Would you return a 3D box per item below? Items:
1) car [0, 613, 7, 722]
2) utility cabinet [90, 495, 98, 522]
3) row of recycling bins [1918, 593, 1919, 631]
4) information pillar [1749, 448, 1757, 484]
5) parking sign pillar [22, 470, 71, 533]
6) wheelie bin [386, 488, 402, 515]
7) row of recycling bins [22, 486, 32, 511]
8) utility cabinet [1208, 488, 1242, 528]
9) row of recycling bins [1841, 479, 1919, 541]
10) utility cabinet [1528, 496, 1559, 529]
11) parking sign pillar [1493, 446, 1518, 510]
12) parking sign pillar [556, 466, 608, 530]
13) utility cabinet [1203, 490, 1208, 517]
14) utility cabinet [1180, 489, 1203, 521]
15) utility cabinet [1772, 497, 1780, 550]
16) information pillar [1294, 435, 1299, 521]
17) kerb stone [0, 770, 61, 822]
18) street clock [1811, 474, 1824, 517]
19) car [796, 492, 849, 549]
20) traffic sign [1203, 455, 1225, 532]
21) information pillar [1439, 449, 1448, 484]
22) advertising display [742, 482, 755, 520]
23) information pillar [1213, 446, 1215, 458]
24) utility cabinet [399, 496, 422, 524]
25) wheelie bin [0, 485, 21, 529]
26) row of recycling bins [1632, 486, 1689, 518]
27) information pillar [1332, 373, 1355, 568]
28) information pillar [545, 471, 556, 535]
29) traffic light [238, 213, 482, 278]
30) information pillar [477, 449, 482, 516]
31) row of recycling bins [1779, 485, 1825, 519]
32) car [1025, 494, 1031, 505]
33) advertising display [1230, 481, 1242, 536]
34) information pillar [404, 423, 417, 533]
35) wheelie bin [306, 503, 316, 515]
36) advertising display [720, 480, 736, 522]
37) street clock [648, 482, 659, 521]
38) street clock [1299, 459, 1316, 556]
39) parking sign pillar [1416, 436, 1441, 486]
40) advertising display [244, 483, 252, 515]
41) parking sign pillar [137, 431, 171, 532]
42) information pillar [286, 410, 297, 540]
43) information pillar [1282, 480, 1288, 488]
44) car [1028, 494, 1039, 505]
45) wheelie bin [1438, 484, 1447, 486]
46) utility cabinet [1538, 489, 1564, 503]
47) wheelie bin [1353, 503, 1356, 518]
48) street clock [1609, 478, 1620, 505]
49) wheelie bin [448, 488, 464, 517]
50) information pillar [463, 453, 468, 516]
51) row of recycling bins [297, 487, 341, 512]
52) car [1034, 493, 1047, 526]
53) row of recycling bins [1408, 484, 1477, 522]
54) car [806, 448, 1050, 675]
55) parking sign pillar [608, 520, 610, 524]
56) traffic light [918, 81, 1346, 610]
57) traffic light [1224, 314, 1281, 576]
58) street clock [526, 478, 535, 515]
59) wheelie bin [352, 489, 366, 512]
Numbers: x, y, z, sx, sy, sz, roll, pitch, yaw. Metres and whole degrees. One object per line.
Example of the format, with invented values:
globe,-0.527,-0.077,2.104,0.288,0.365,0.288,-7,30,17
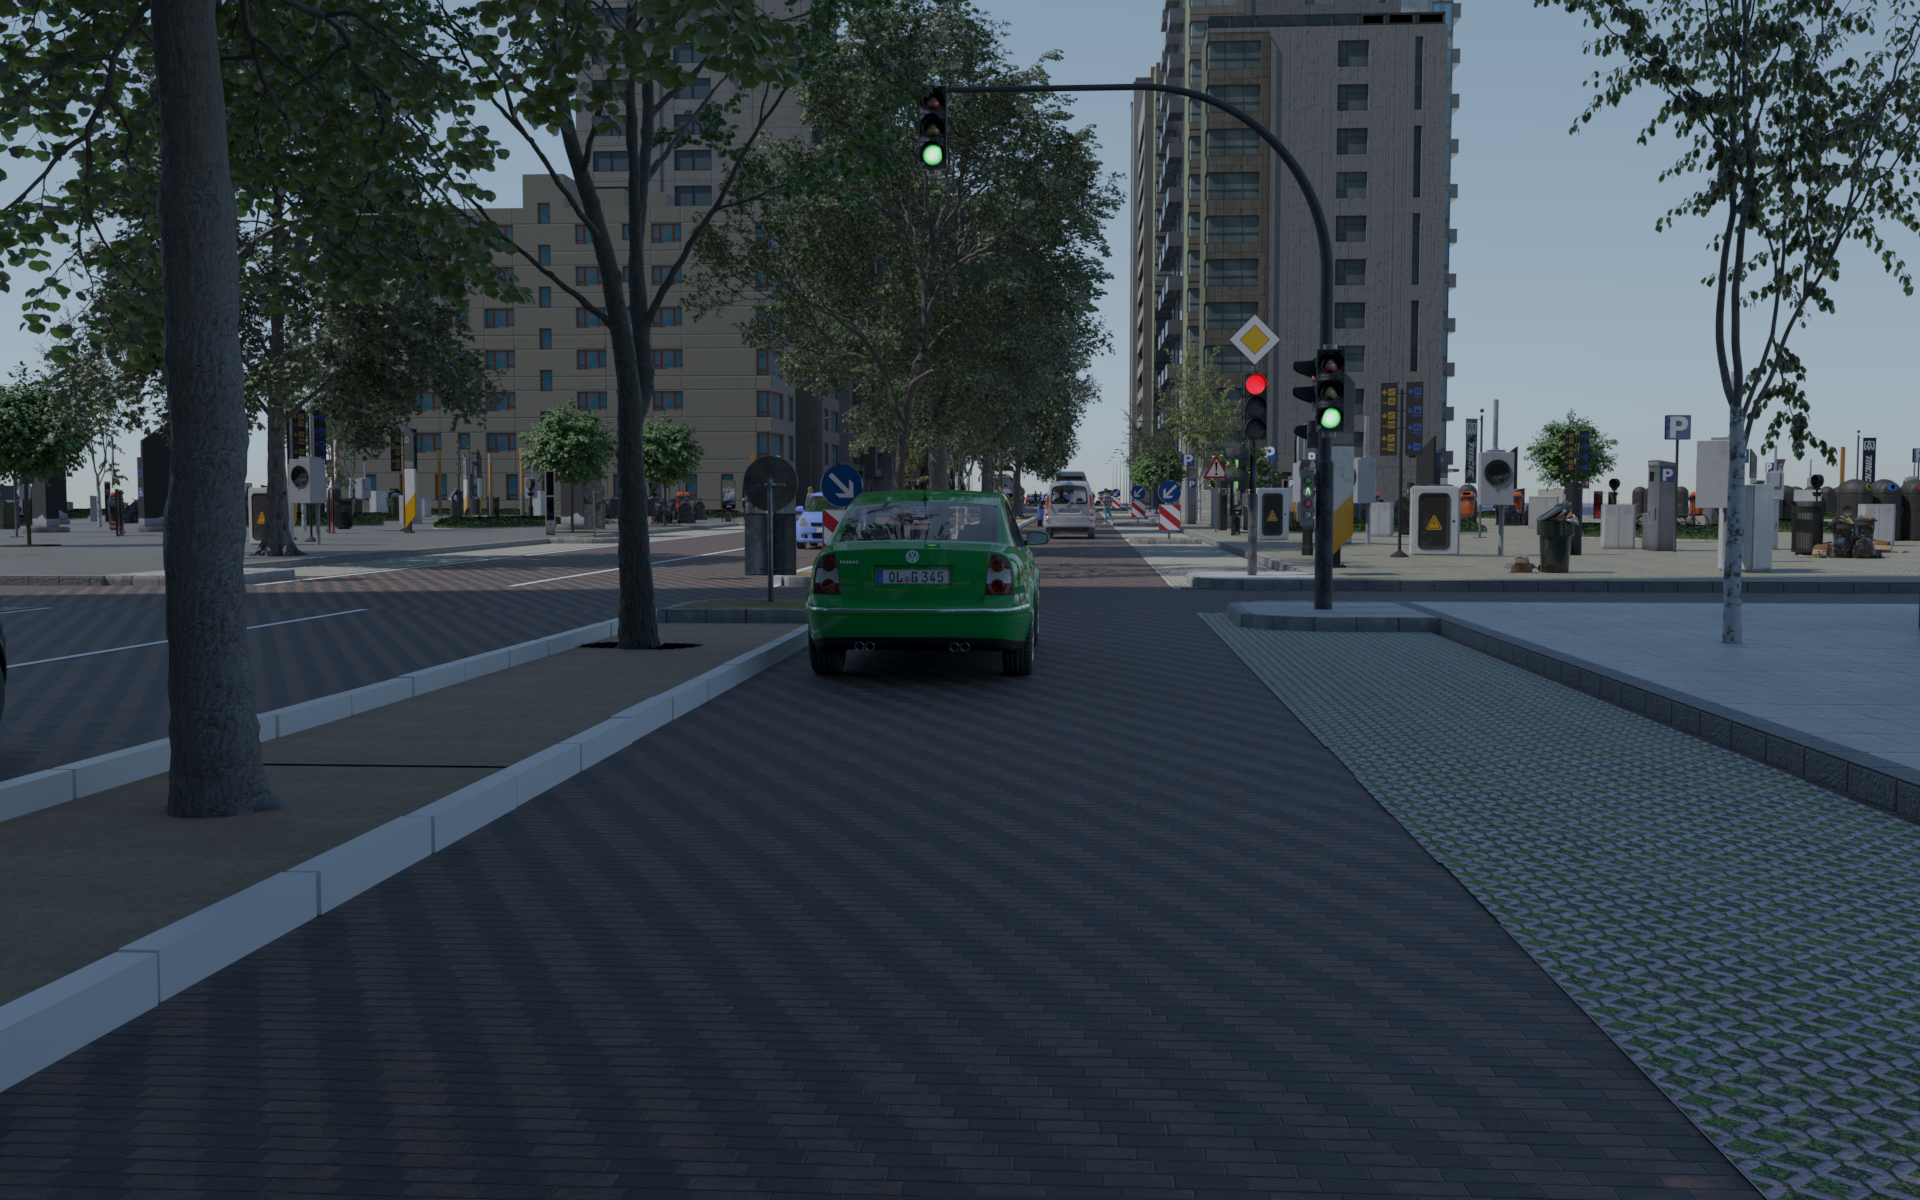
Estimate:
car,-6.323,0.100,8.149,2.009,1.686,4.222,0,4,3
utility cabinet,-40.708,-4.297,81.425,0.306,1.237,1.020,-2,4,-24
row of recycling bins,10.080,-0.586,16.696,1.069,1.692,3.534,3,5,43
information pillar,40.751,-5.975,89.049,0.504,3.616,0.183,-2,4,-27
parking sign pillar,-30.658,-4.252,57.993,1.447,3.967,1.447,3,5,44
wheelie bin,-29.623,-5.067,90.746,0.980,1.594,0.693,2,4,31
row of recycling bins,-48.774,-5.089,90.310,1.069,1.692,3.534,0,4,-1
utility cabinet,9.997,-3.440,64.925,1.173,1.500,0.318,3,4,38
row of recycling bins,25.770,-2.472,47.525,3.534,1.692,1.069,0,4,-6
utility cabinet,21.398,-3.201,63.506,1.020,1.237,0.306,2,4,30
parking sign pillar,30.728,-6.674,97.588,1.447,3.967,1.447,-1,4,-18
parking sign pillar,-13.935,-4.550,62.871,1.447,3.967,1.447,3,4,39
utility cabinet,13.572,-5.351,96.160,1.173,1.500,0.318,3,5,44
utility cabinet,11.007,-4.546,83.003,0.318,1.500,1.173,-2,4,-33
utility cabinet,18.731,-1.773,40.147,0.306,1.237,1.020,3,4,36
information pillar,12.089,-4.338,62.284,0.183,3.616,0.504,1,4,18
kerb stone,-4.223,0.895,7.563,0.120,0.150,1.000,0,4,4
street clock,31.343,-3.596,63.360,0.358,2.002,0.471,-1,4,-8
car,-3.367,-2.246,46.315,1.945,1.707,3.694,0,4,3
traffic sign,8.597,-3.556,58.138,0.884,2.594,0.081,0,4,7
information pillar,24.804,-5.971,88.980,0.504,3.616,0.183,0,4,-1
advertising display,-10.415,-4.908,85.463,0.123,1.923,0.974,2,4,27
information pillar,12.464,-5.739,85.184,0.183,3.616,0.504,0,4,3
utility cabinet,-23.582,-3.865,74.359,0.306,1.237,1.020,2,4,31
wheelie bin,-34.878,-3.387,63.287,0.693,1.594,0.980,2,4,26
row of recycling bins,37.806,-5.289,93.595,1.069,1.692,3.534,-2,4,-27
information pillar,6.605,-2.368,30.080,0.504,3.616,0.183,-1,4,-20
information pillar,-12.805,-3.035,54.118,0.304,2.012,0.304,-1,4,-14
traffic light,-10.189,-3.277,28.254,4.771,5.953,1.251,0,4,4
information pillar,-25.068,-6.057,90.382,0.183,3.616,0.504,0,4,2
row of recycling bins,45.390,-5.166,91.573,3.534,1.692,1.069,-1,4,-11
car,9.956,-14.080,239.240,2.155,1.783,4.494,0,4,4
advertising display,8.553,-2.965,53.684,0.123,1.923,0.974,2,4,25
information pillar,-18.069,-4.009,56.909,0.504,3.616,0.183,2,4,32
wheelie bin,-29.045,-4.251,77.414,0.980,1.594,0.693,-1,4,-22
advertising display,-10.744,-4.590,80.260,0.123,1.923,0.974,2,4,31
street clock,-14.718,-4.813,83.270,0.471,2.002,0.358,1,4,11
street clock,7.254,-1.929,36.107,0.358,2.002,0.471,2,4,33
parking sign pillar,21.912,-5.663,81.059,1.447,3.967,1.447,-1,4,-22
advertising display,-40.776,-5.743,99.112,0.123,1.923,0.974,0,4,5
parking sign pillar,-27.341,-4.320,59.106,1.447,3.967,1.447,3,4,38
information pillar,-18.769,-3.502,48.615,0.183,3.616,0.504,0,4,-4
information pillar,16.563,-5.122,88.243,0.304,2.012,0.304,0,4,1
car,9.901,-13.122,226.341,2.131,1.459,4.920,0,4,3
wheelie bin,15.334,-2.882,55.025,0.693,1.594,0.980,3,4,38
utility cabinet,25.844,-4.093,75.598,0.318,1.500,1.173,-3,5,-44
wheelie bin,18.080,-4.467,80.939,0.980,1.594,0.693,-1,4,-12
street clock,30.133,-4.600,79.782,0.358,2.002,0.471,-2,4,-30
wheelie bin,-25.683,-4.920,88.350,0.693,1.594,0.980,-2,4,-30
information pillar,-28.230,-6.578,98.909,0.183,3.616,0.504,-3,4,-37
row of recycling bins,-36.689,-5.591,98.522,3.534,1.692,1.069,2,4,24
car,4.322,-4.192,78.134,1.945,1.707,3.694,0,4,2
row of recycling bins,20.192,-4.005,72.601,1.069,1.692,3.534,-2,4,-32
car,-0.208,-0.386,15.115,1.959,1.807,4.718,0,4,4
parking sign pillar,-15.777,-5.252,74.336,1.447,3.967,1.447,0,4,4
traffic light,1.935,-2.726,19.238,4.771,5.953,1.251,0,4,4
traffic light,4.588,-2.341,27.199,0.839,4.253,0.868,0,4,4
street clock,-19.929,-4.638,80.400,0.358,2.002,0.471,-3,5,-44
wheelie bin,-34.923,-5.651,100.298,0.693,1.594,0.980,3,4,39
